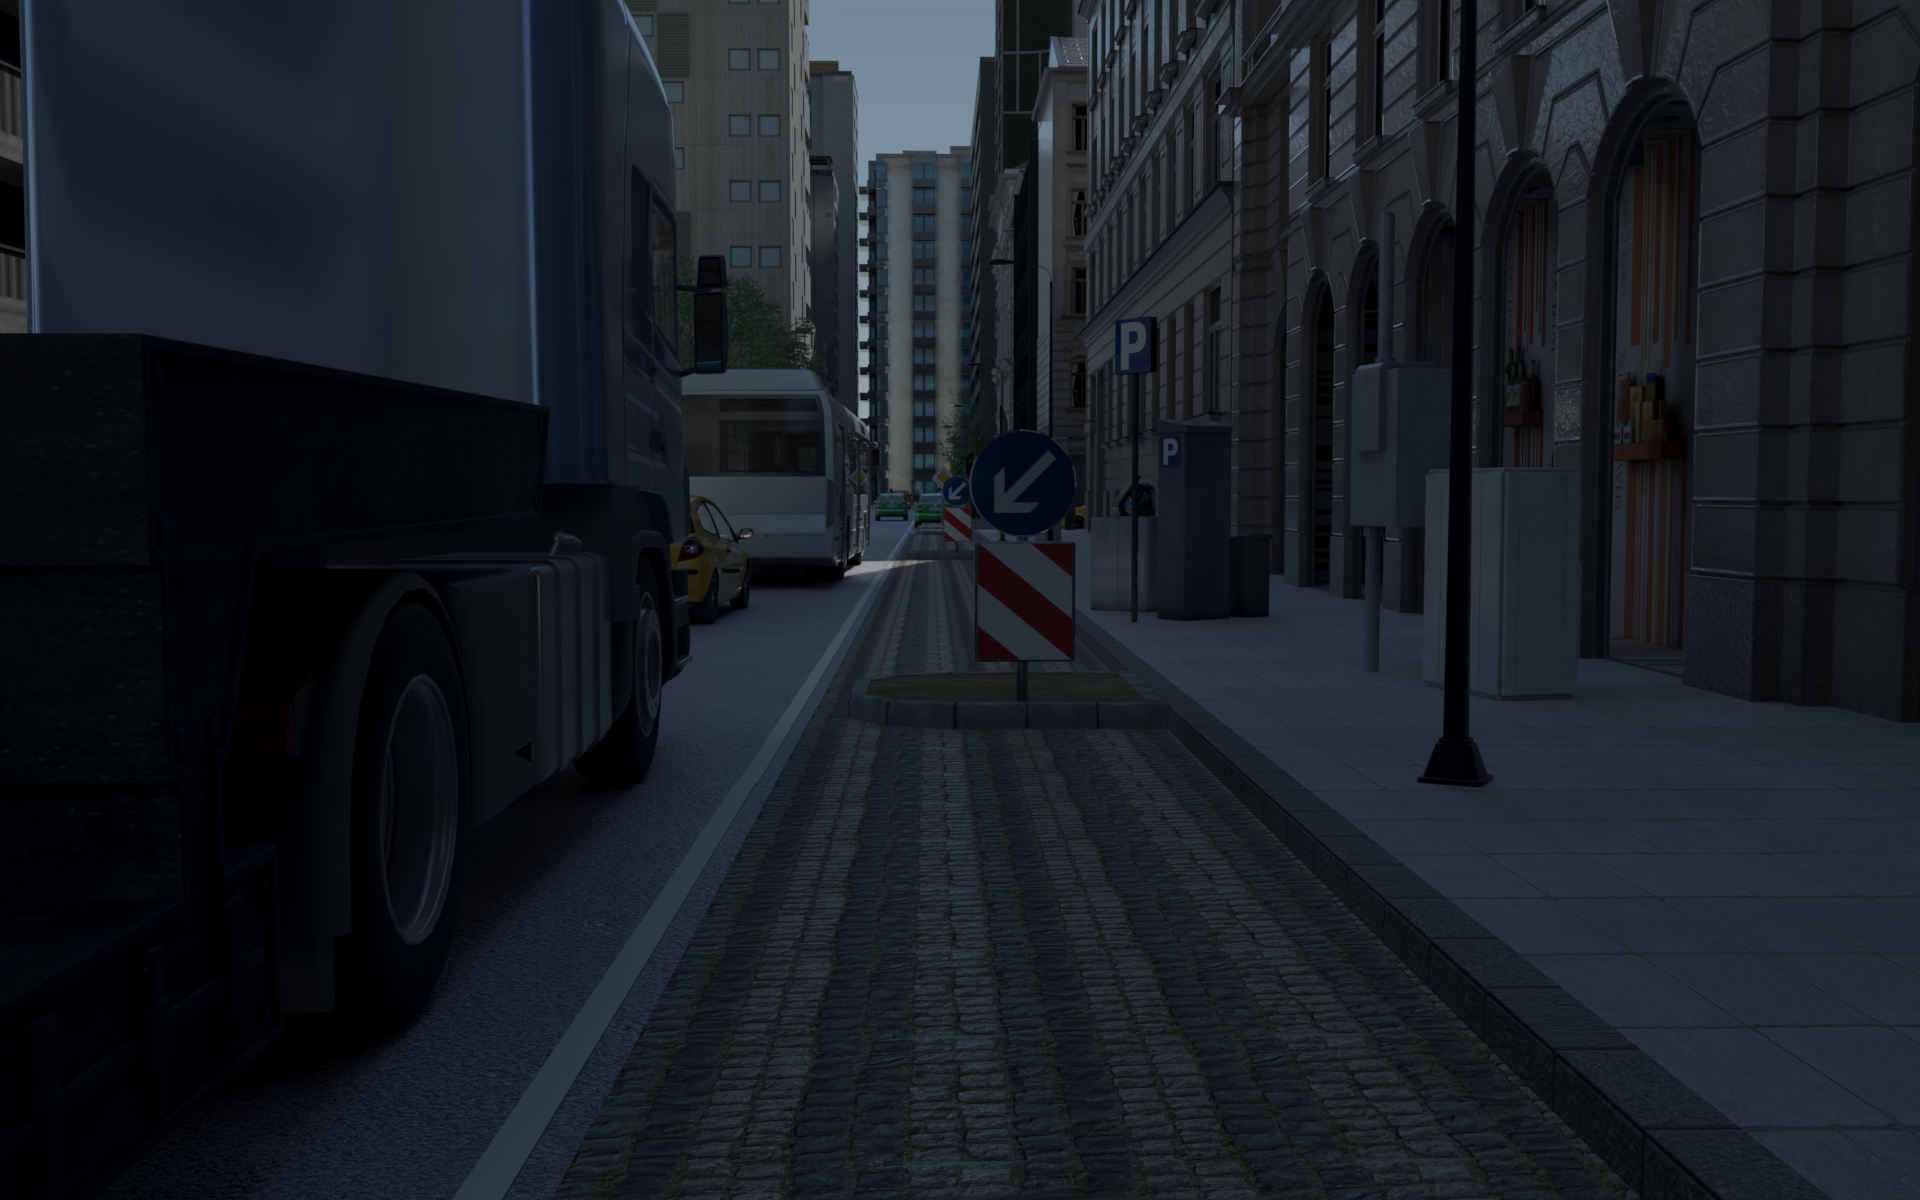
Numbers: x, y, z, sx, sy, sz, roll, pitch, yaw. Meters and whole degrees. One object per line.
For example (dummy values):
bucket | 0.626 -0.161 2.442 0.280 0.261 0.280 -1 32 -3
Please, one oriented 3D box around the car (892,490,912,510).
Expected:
car | -5.569 -9.350 161.545 2.281 1.827 5.304 0 4 -2

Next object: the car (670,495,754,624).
car | -3.524 -0.631 20.546 2.015 1.641 3.980 0 4 1

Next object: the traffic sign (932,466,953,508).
traffic sign | -0.591 -3.526 61.295 0.795 2.450 0.064 0 4 -1

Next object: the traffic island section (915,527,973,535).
traffic island section | -0.568 -2.391 61.372 2.009 0.180 2.903 0 4 -1

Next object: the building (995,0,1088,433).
building | 11.680 -44.360 163.543 20.563 71.187 20.611 0 4 -1

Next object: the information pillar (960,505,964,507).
information pillar | 0.139 -7.329 124.315 0.304 2.012 0.304 0 4 6

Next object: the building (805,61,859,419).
building | -28.168 -42.624 238.908 28.212 58.520 21.231 0 4 -1

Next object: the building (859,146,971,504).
building | 1.407 -38.000 240.909 30.456 49.044 23.786 0 4 -1

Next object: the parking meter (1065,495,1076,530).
parking meter | 3.910 -3.408 61.436 0.255 1.863 0.399 2 4 35

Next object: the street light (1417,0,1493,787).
street light | 1.675 -2.142 7.568 1.470 5.913 1.316 0 4 -1

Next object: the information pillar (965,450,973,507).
information pillar | 0.482 -6.199 92.701 0.504 3.616 0.183 -2 4 -32

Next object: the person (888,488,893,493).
person | -4.503 -6.250 110.950 0.793 1.790 0.793 0 4 8

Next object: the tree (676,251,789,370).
tree | -11.149 -9.155 75.439 9.928 11.665 9.643 0 3 0

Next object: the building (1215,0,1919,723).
building | 10.625 -10.726 17.177 13.314 21.916 24.055 0 4 -1

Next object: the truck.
truck | -2.574 -0.718 1.491 2.967 4.110 18.799 0 4 -1

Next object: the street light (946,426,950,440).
street light | -0.229 -8.873 117.621 1.470 5.913 1.316 0 4 -1

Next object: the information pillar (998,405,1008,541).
information pillar | 1.157 -3.347 46.073 0.183 3.616 0.504 1 4 19

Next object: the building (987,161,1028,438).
building | 9.399 -21.124 132.764 14.401 28.519 23.554 0 4 -1

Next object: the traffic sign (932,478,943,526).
traffic sign | -0.725 -4.014 69.278 0.795 2.450 0.064 0 4 -1

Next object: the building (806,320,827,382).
building | -28.937 -20.873 186.310 27.650 21.520 28.899 0 4 -1

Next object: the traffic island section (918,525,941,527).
traffic island section | -0.701 -2.879 69.356 2.009 0.180 2.903 0 4 -1

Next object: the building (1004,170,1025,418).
building | 8.787 -17.267 111.198 11.050 23.489 19.941 0 4 -1

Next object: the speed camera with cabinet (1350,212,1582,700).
speed camera with cabinet | 3.360 -1.060 11.663 0.660 3.252 2.038 -1 4 -15

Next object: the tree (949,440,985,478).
tree | 0.869 -7.437 105.306 4.285 4.588 4.351 0 3 0

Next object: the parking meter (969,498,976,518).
parking meter | 0.660 -5.083 91.514 0.372 1.533 0.369 0 3 0

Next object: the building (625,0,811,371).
building | -27.730 -34.719 156.886 28.713 52.752 27.495 0 4 -1

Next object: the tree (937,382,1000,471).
tree | 0.840 -9.874 111.804 4.360 8.622 3.978 0 3 0

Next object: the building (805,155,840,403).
building | -21.785 -32.243 210.769 14.086 41.232 14.154 0 4 -1

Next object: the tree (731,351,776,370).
tree | -10.658 -8.529 89.808 4.737 8.622 4.395 0 3 0

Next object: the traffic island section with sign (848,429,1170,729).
traffic island section with sign | 0.271 -0.171 11.426 1.989 1.847 2.006 0 4 -1

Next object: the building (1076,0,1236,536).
building | 11.739 -12.899 44.175 16.112 22.955 30.059 0 4 -1

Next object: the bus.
bus | -3.179 -2.284 32.203 2.948 3.499 13.247 0 4 0

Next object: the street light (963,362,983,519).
street light | 0.946 -5.425 61.236 1.470 5.913 1.316 0 4 -1

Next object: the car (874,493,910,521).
car | -3.696 -5.202 93.843 1.959 1.807 4.718 0 4 -2

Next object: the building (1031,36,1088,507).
building | 12.499 -13.844 75.506 18.267 20.994 9.793 0 4 -1

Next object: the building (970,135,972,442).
building | 12.144 -35.678 207.033 21.300 48.544 21.600 0 4 -1

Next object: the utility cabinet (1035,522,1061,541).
utility cabinet | 2.301 -2.217 44.931 0.318 1.500 1.173 2 4 24

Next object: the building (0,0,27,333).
building | -22.072 -35.753 22.807 20.563 71.187 20.611 0 4 -1

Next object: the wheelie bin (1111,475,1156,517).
wheelie bin | 2.881 -1.264 28.581 0.693 1.594 0.980 0 4 -4

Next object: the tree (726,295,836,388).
tree | -11.034 -11.085 99.374 7.486 12.596 7.792 0 3 0

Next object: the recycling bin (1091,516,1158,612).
recycling bin | 1.922 -0.410 19.253 0.722 1.027 0.722 2 4 32

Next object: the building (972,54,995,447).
building | 12.491 -34.350 185.317 21.300 48.544 21.600 0 4 -1

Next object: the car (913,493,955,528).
car | -1.031 -3.978 73.841 1.959 1.807 4.718 0 4 -1

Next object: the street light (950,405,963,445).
street light | 0.369 -7.199 90.250 1.470 5.913 1.316 0 4 -1

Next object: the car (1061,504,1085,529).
car | 5.524 -3.365 65.245 3.980 1.641 2.015 0 4 -1

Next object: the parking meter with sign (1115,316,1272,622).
parking meter with sign | 2.426 -1.312 17.715 1.738 3.016 0.543 -2 4 -34

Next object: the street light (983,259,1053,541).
street light | 1.258 -3.780 34.347 1.470 5.913 1.316 0 4 -1

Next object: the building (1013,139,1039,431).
building | 9.394 -16.099 92.889 12.332 23.373 15.834 0 4 -1
